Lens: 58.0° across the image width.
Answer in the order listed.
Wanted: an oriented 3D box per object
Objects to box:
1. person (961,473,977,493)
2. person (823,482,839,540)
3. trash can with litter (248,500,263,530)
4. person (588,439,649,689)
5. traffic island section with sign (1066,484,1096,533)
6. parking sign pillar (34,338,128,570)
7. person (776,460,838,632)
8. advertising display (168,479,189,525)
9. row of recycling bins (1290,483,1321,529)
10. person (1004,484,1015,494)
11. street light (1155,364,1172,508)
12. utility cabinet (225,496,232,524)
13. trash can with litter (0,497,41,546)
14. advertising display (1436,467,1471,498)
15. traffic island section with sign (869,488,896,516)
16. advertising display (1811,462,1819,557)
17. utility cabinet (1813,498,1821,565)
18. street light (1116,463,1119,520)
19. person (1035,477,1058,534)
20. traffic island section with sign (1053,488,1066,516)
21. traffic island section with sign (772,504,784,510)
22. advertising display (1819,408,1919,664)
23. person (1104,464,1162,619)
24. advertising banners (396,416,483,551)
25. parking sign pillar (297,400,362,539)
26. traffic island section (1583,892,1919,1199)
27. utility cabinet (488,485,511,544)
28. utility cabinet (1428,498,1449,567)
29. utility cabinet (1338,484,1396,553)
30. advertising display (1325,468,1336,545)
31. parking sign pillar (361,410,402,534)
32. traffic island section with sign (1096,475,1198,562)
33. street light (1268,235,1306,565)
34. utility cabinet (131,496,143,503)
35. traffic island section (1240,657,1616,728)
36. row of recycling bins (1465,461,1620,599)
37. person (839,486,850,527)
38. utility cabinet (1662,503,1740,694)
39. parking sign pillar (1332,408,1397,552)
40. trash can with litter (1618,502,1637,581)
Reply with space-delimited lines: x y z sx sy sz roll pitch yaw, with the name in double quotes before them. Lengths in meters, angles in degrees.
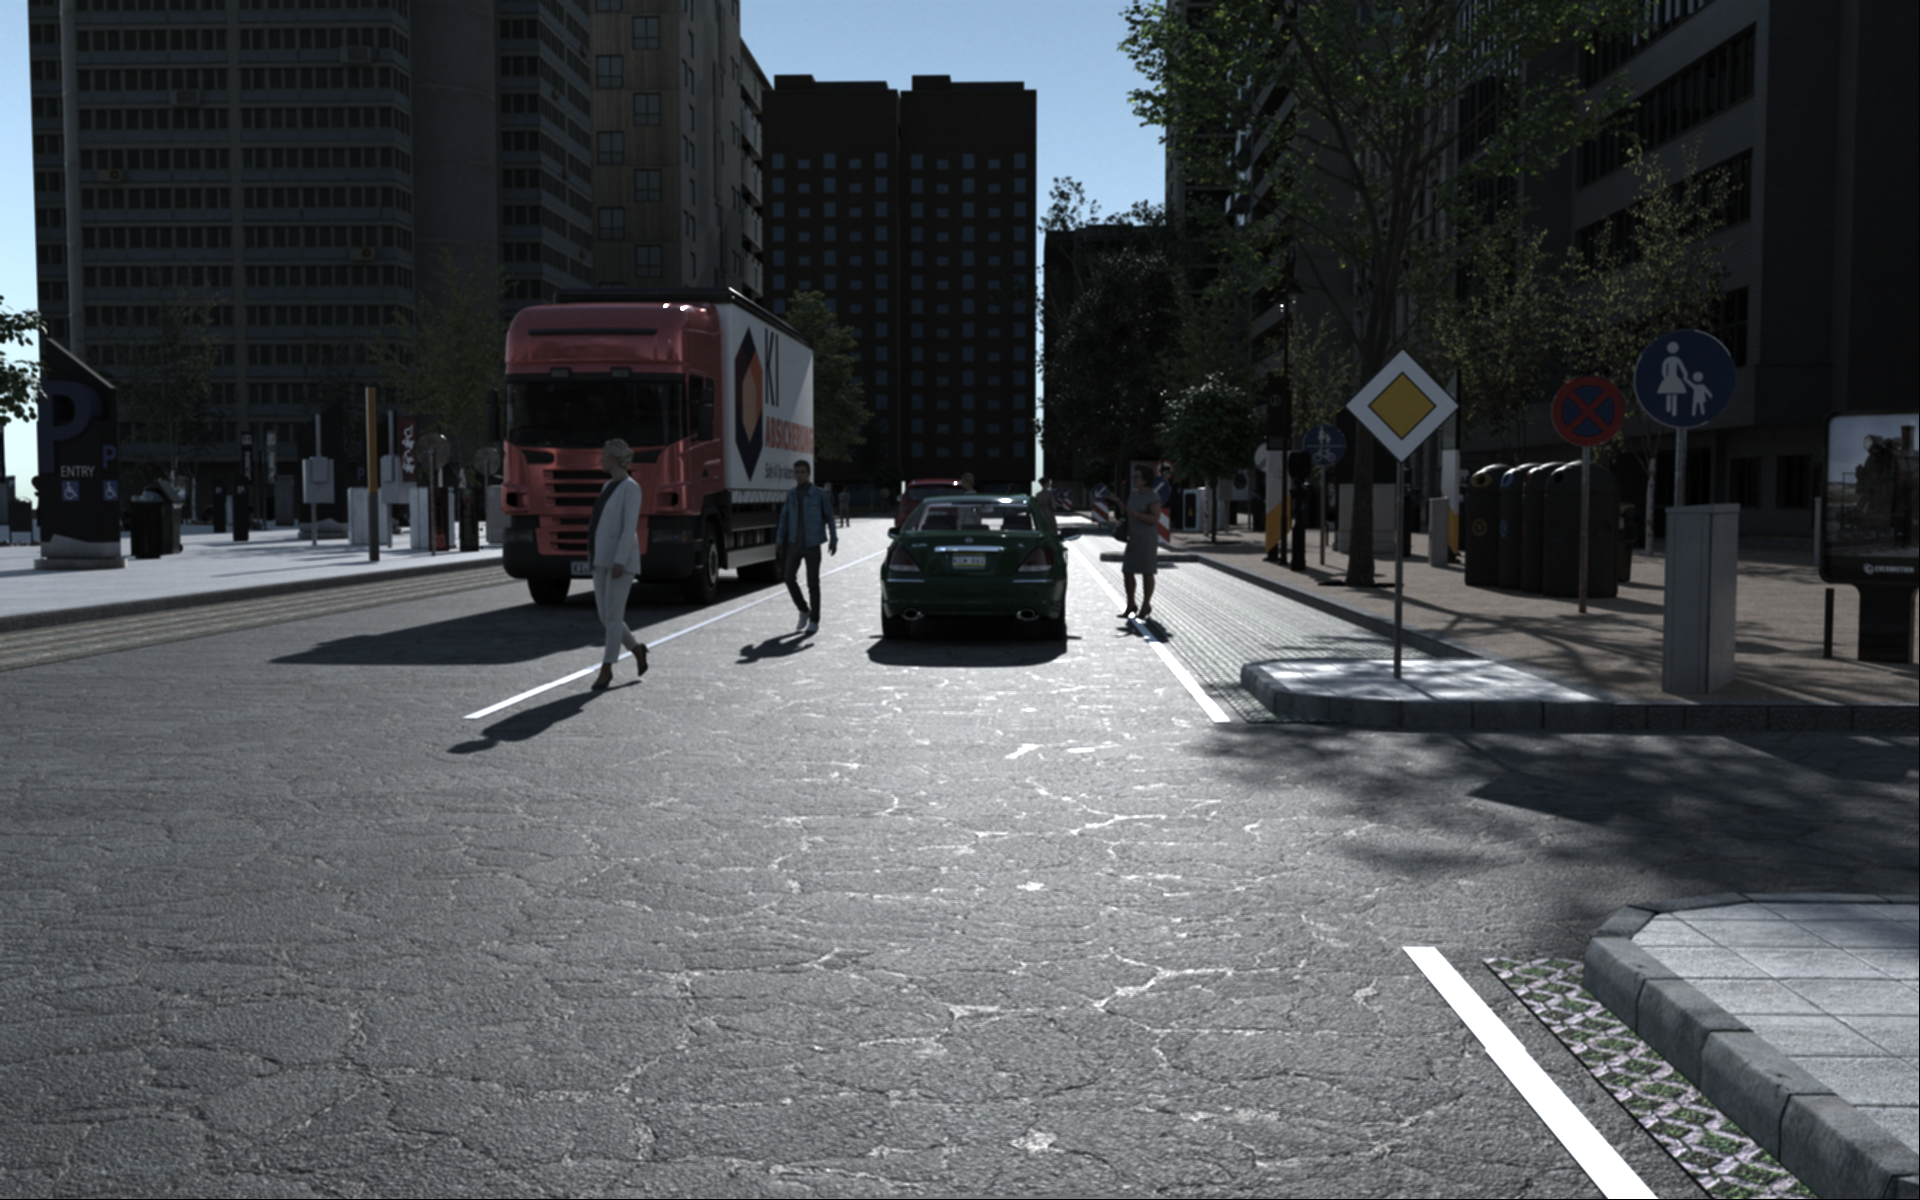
"person" 0.151 -1.228 28.925 0.624 1.780 0.694 3 5 39
"person" -4.157 -2.802 54.495 0.537 1.800 0.526 3 4 37
"trash can with litter" -25.608 -3.129 62.546 1.055 1.170 0.624 2 4 28
"person" -2.541 -0.284 13.021 0.514 1.842 0.818 2 4 29
"traffic island section with sign" 5.043 -3.391 64.079 1.989 1.847 2.006 0 4 2
"parking sign pillar" -15.165 -2.526 29.771 1.447 3.967 1.447 1 4 15
"person" -1.595 -0.562 18.039 0.601 1.785 0.444 1 4 21
"advertising display" -32.927 -4.144 72.973 0.974 1.923 0.123 1 4 22
"row of recycling bins" 13.335 -3.536 64.924 3.534 1.692 1.069 2 4 33
"person" 1.835 -3.185 60.814 0.529 1.795 0.600 -1 4 -11
"street light" 6.872 -5.258 58.759 0.468 5.910 1.993 0 4 2
"utility cabinet" -30.751 -3.808 73.423 1.020 1.237 0.306 0 4 8
"trash can with litter" -23.778 -1.962 43.143 2.233 1.210 1.678 -1 4 -10
"advertising display" 11.804 -2.218 41.475 0.974 1.923 0.123 -2 4 -26
"traffic island section with sign" -4.934 -6.470 114.405 1.989 1.847 2.006 0 4 2
"advertising display" 17.618 -1.852 35.502 0.123 1.923 0.974 3 4 36
"utility cabinet" 15.890 -1.219 31.085 0.306 1.237 1.020 -2 4 -32
"street light" 7.820 -6.913 85.816 0.468 5.910 1.993 0 4 2
"person" 1.803 -1.605 35.075 0.599 1.781 0.374 2 4 28
"traffic island section with sign" 6.924 -6.451 114.099 1.989 1.847 2.006 0 4 2
"traffic island section with sign" -6.834 -3.390 64.054 1.989 1.847 2.006 0 4 2
"advertising display" 7.079 -0.488 13.192 0.123 1.923 0.974 -3 5 -43
"person" 1.966 -0.680 19.970 0.532 1.782 0.716 -3 4 -36
"advertising banners" -11.709 -2.614 38.926 2.074 3.025 0.090 1 4 13
"parking sign pillar" -18.284 -3.745 49.706 1.447 3.967 1.447 0 4 4
"traffic island section" 2.766 1.112 4.101 2.009 0.180 2.903 0 4 2
"utility cabinet" -11.225 -2.124 43.404 1.173 1.500 0.318 1 4 12
"utility cabinet" 8.542 -1.210 30.947 0.306 1.237 1.020 1 4 12
"utility cabinet" 8.830 -1.768 37.588 1.173 1.500 0.318 1 4 10
"advertising display" 9.565 -2.330 43.317 0.974 1.923 0.123 -1 4 -20
"parking sign pillar" -18.628 -4.092 55.377 1.447 3.967 1.447 2 4 31
"traffic island section with sign" 4.018 -1.744 37.143 1.989 1.847 2.006 0 4 2
"street light" 5.854 -3.569 31.141 0.468 5.910 1.993 0 4 2
"utility cabinet" -31.207 -3.381 66.442 0.306 1.237 1.020 3 4 37
"traffic island section" 3.068 0.624 12.080 2.009 0.180 2.903 0 4 2
"row of recycling bins" 7.688 -0.969 22.959 1.069 1.692 3.534 0 4 -4
"person" -5.046 -4.103 75.762 0.511 1.800 0.466 -1 4 -17
"utility cabinet" 4.941 -0.024 11.560 0.306 1.237 1.020 2 4 33
"parking sign pillar" 9.126 -3.085 38.920 1.447 3.967 1.447 1 4 20
"trash can with litter" 9.395 -0.863 25.494 0.624 1.170 1.055 -3 5 -39
